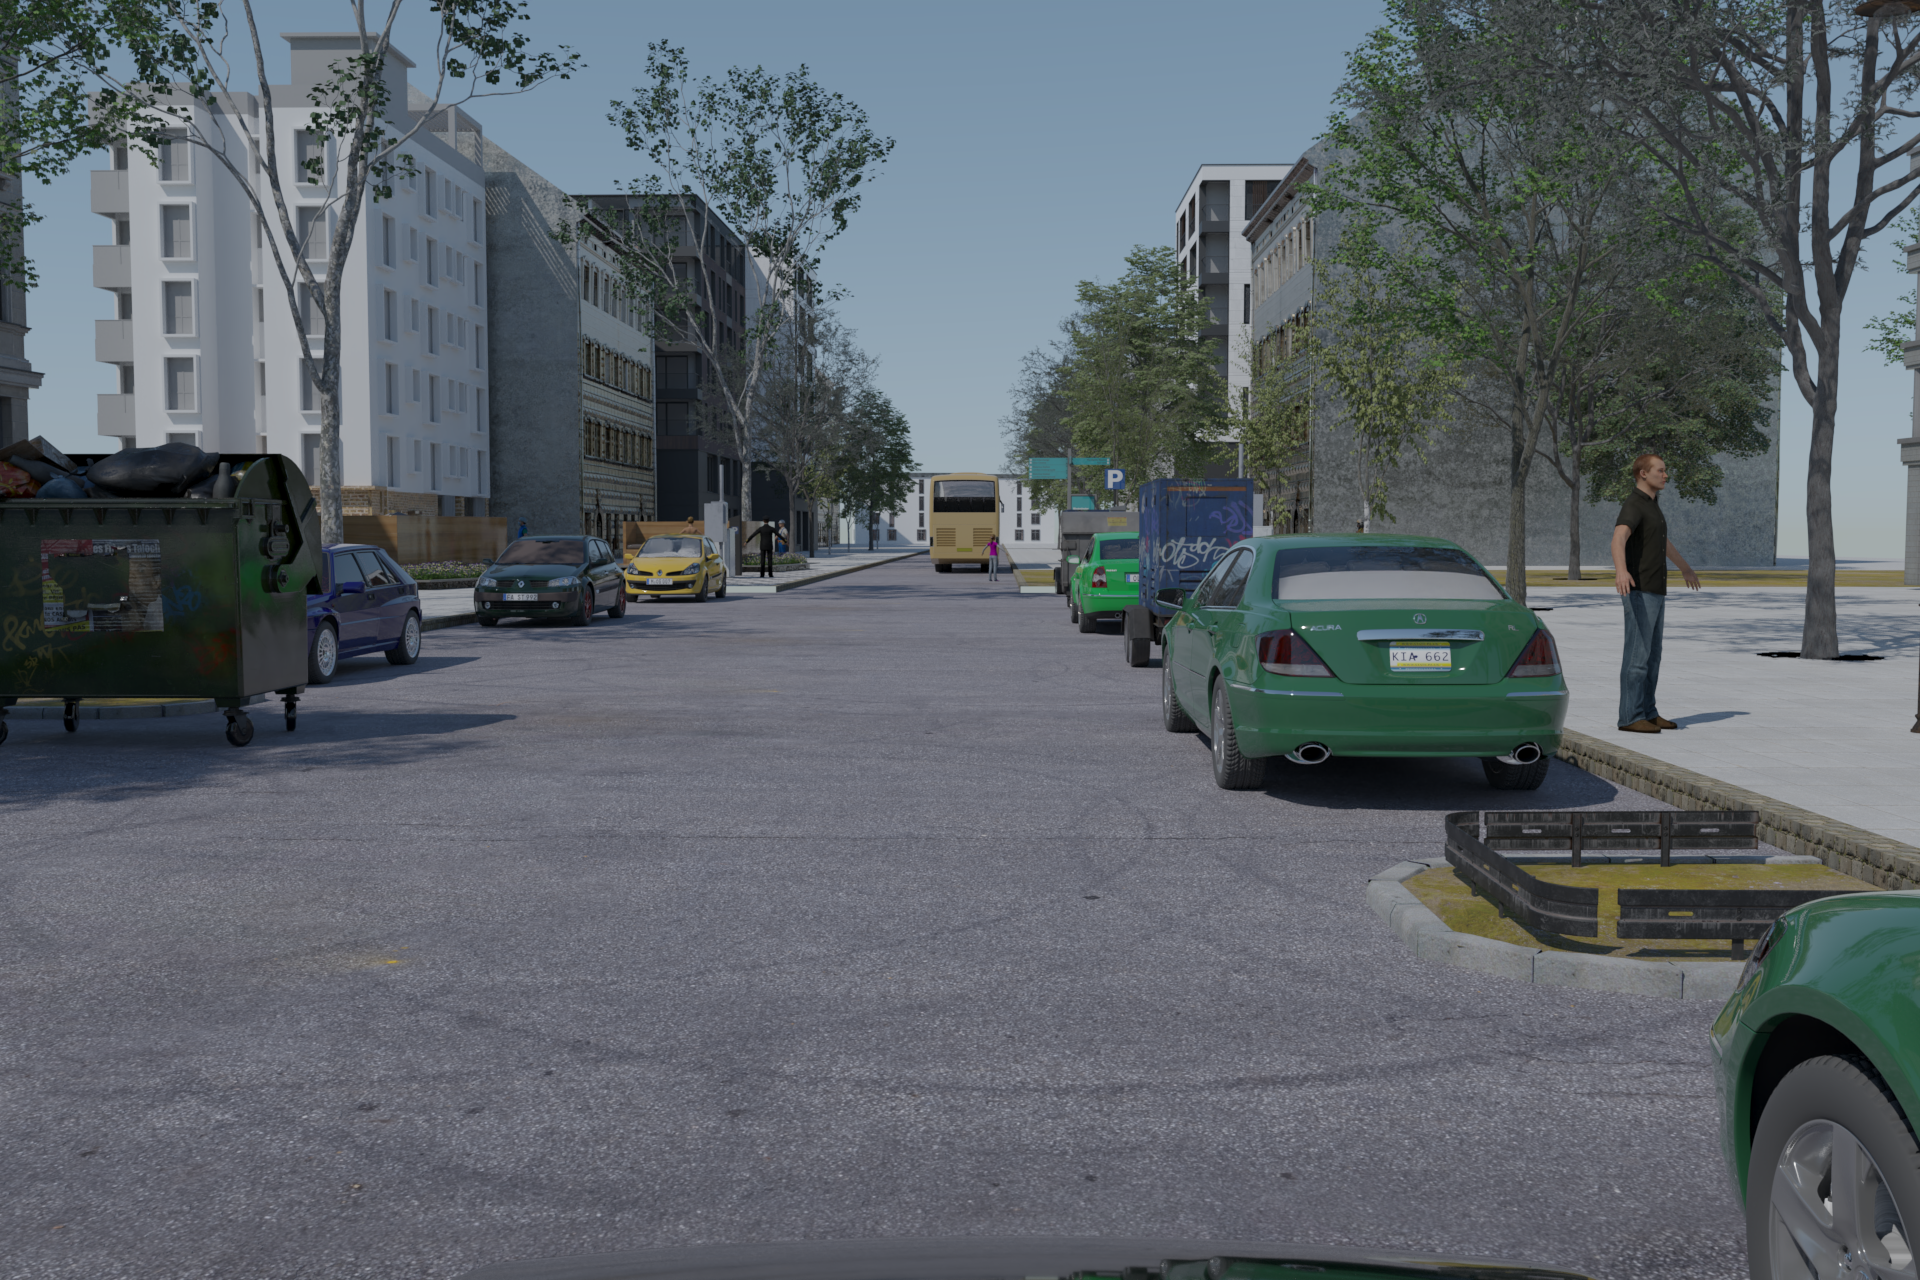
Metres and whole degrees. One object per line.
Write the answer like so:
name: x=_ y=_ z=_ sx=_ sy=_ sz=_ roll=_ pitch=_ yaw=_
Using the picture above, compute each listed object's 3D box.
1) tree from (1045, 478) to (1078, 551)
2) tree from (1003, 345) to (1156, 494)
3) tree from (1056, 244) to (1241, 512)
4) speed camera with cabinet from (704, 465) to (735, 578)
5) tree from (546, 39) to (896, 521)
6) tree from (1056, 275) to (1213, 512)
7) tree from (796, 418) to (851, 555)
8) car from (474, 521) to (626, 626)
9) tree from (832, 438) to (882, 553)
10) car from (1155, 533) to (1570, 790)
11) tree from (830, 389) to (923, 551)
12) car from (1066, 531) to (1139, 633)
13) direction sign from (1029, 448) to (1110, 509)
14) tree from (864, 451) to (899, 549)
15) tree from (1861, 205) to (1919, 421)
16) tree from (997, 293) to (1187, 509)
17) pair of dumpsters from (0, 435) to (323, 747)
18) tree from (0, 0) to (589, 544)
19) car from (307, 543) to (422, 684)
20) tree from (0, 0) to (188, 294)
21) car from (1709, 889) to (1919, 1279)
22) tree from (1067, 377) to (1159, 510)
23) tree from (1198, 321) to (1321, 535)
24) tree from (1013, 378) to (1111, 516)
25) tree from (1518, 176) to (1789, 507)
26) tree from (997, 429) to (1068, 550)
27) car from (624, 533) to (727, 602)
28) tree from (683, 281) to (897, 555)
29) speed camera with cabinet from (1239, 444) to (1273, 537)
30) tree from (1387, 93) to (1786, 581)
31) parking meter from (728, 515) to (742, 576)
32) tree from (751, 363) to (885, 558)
tree: x=7.636 y=-10.981 z=129.900 sx=4.737 sy=8.622 sz=4.395 roll=0 pitch=3 yaw=0
tree: x=7.857 y=-12.159 z=109.171 sx=12.009 sy=13.543 sz=11.850 roll=0 pitch=3 yaw=0
tree: x=7.384 y=-9.162 z=67.920 sx=7.486 sy=12.596 sz=7.792 roll=0 pitch=3 yaw=0
speed camera with cabinet: x=-6.982 y=-3.422 z=50.279 sx=0.660 sy=3.252 sz=2.038 roll=0 pitch=4 yaw=2
tree: x=-9.214 y=-12.934 z=67.363 sx=12.611 sy=20.169 sz=13.585 roll=0 pitch=3 yaw=0
tree: x=4.402 y=-6.091 z=49.958 sx=4.360 sy=8.622 sz=3.978 roll=0 pitch=3 yaw=0
tree: x=-8.401 y=-9.661 z=108.324 sx=4.737 sy=8.622 sz=4.395 roll=0 pitch=3 yaw=0
car: x=-6.616 y=-1.126 z=28.198 sx=2.009 sy=1.686 sz=4.222 roll=0 pitch=4 yaw=1
tree: x=-7.795 y=-10.394 z=120.310 sx=4.360 sy=8.622 sz=3.978 roll=0 pitch=3 yaw=0
car: x=2.378 y=0.041 z=11.135 sx=2.131 sy=1.459 sz=4.920 roll=0 pitch=4 yaw=1
tree: x=-6.566 y=-13.272 z=135.131 sx=7.486 sy=12.596 sz=7.792 roll=0 pitch=3 yaw=0
car: x=2.631 y=-1.077 z=26.401 sx=1.959 sy=1.807 sz=4.718 roll=0 pitch=4 yaw=1
direction sign: x=3.396 y=-3.960 z=53.514 sx=2.525 sy=3.948 sz=1.411 roll=0 pitch=4 yaw=2
tree: x=-6.876 y=-11.993 z=146.449 sx=4.737 sy=8.622 sz=4.395 roll=0 pitch=3 yaw=0
tree: x=28.300 y=-7.375 z=46.331 sx=9.928 sy=11.665 sz=9.643 roll=0 pitch=3 yaw=0
tree: x=6.963 y=-10.819 z=87.265 sx=12.009 sy=13.543 sz=11.850 roll=0 pitch=3 yaw=0
pair of dumpsters: x=-6.881 y=-0.433 z=12.037 sx=4.436 sy=2.255 sz=1.574 roll=0 pitch=4 yaw=1
tree: x=-12.811 y=-10.869 z=33.606 sx=12.611 sy=20.169 sz=13.585 roll=0 pitch=3 yaw=0
car: x=-6.881 y=-0.316 z=17.747 sx=1.945 sy=1.354 sz=3.894 roll=0 pitch=4 yaw=1
tree: x=-12.821 y=-5.750 z=19.761 sx=9.928 sy=11.665 sz=9.643 roll=0 pitch=3 yaw=0
car: x=2.165 y=0.655 z=1.096 sx=2.131 sy=1.459 sz=4.920 roll=0 pitch=4 yaw=1
tree: x=6.615 y=-7.817 z=78.173 sx=4.737 sy=8.622 sz=4.395 roll=0 pitch=3 yaw=0
tree: x=10.475 y=-6.646 z=59.023 sx=4.737 sy=8.622 sz=4.395 roll=0 pitch=3 yaw=0
tree: x=7.392 y=-12.424 z=121.260 sx=7.486 sy=12.596 sz=7.792 roll=0 pitch=3 yaw=0
tree: x=24.316 y=-9.426 z=60.764 sx=9.857 sy=13.997 sz=8.962 roll=0 pitch=3 yaw=0
tree: x=8.262 y=-14.113 z=141.123 sx=12.009 sy=13.543 sz=11.850 roll=0 pitch=3 yaw=0
car: x=-6.140 y=-1.669 z=37.518 sx=2.015 sy=1.641 sz=3.980 roll=0 pitch=4 yaw=1
tree: x=-8.150 y=-10.626 z=84.098 sx=12.009 sy=13.543 sz=11.850 roll=0 pitch=3 yaw=0
speed camera with cabinet: x=6.336 y=-2.634 z=37.401 sx=0.660 sy=3.252 sz=2.038 roll=0 pitch=4 yaw=2
tree: x=17.003 y=-8.410 z=47.866 sx=12.009 sy=13.543 sz=11.850 roll=0 pitch=3 yaw=0
parking meter: x=-6.903 y=-2.903 z=53.175 sx=0.399 sy=1.863 sz=0.255 roll=0 pitch=4 yaw=3
tree: x=-7.929 y=-9.753 z=93.876 sx=8.767 sy=10.594 sz=7.601 roll=1 pitch=4 yaw=12
